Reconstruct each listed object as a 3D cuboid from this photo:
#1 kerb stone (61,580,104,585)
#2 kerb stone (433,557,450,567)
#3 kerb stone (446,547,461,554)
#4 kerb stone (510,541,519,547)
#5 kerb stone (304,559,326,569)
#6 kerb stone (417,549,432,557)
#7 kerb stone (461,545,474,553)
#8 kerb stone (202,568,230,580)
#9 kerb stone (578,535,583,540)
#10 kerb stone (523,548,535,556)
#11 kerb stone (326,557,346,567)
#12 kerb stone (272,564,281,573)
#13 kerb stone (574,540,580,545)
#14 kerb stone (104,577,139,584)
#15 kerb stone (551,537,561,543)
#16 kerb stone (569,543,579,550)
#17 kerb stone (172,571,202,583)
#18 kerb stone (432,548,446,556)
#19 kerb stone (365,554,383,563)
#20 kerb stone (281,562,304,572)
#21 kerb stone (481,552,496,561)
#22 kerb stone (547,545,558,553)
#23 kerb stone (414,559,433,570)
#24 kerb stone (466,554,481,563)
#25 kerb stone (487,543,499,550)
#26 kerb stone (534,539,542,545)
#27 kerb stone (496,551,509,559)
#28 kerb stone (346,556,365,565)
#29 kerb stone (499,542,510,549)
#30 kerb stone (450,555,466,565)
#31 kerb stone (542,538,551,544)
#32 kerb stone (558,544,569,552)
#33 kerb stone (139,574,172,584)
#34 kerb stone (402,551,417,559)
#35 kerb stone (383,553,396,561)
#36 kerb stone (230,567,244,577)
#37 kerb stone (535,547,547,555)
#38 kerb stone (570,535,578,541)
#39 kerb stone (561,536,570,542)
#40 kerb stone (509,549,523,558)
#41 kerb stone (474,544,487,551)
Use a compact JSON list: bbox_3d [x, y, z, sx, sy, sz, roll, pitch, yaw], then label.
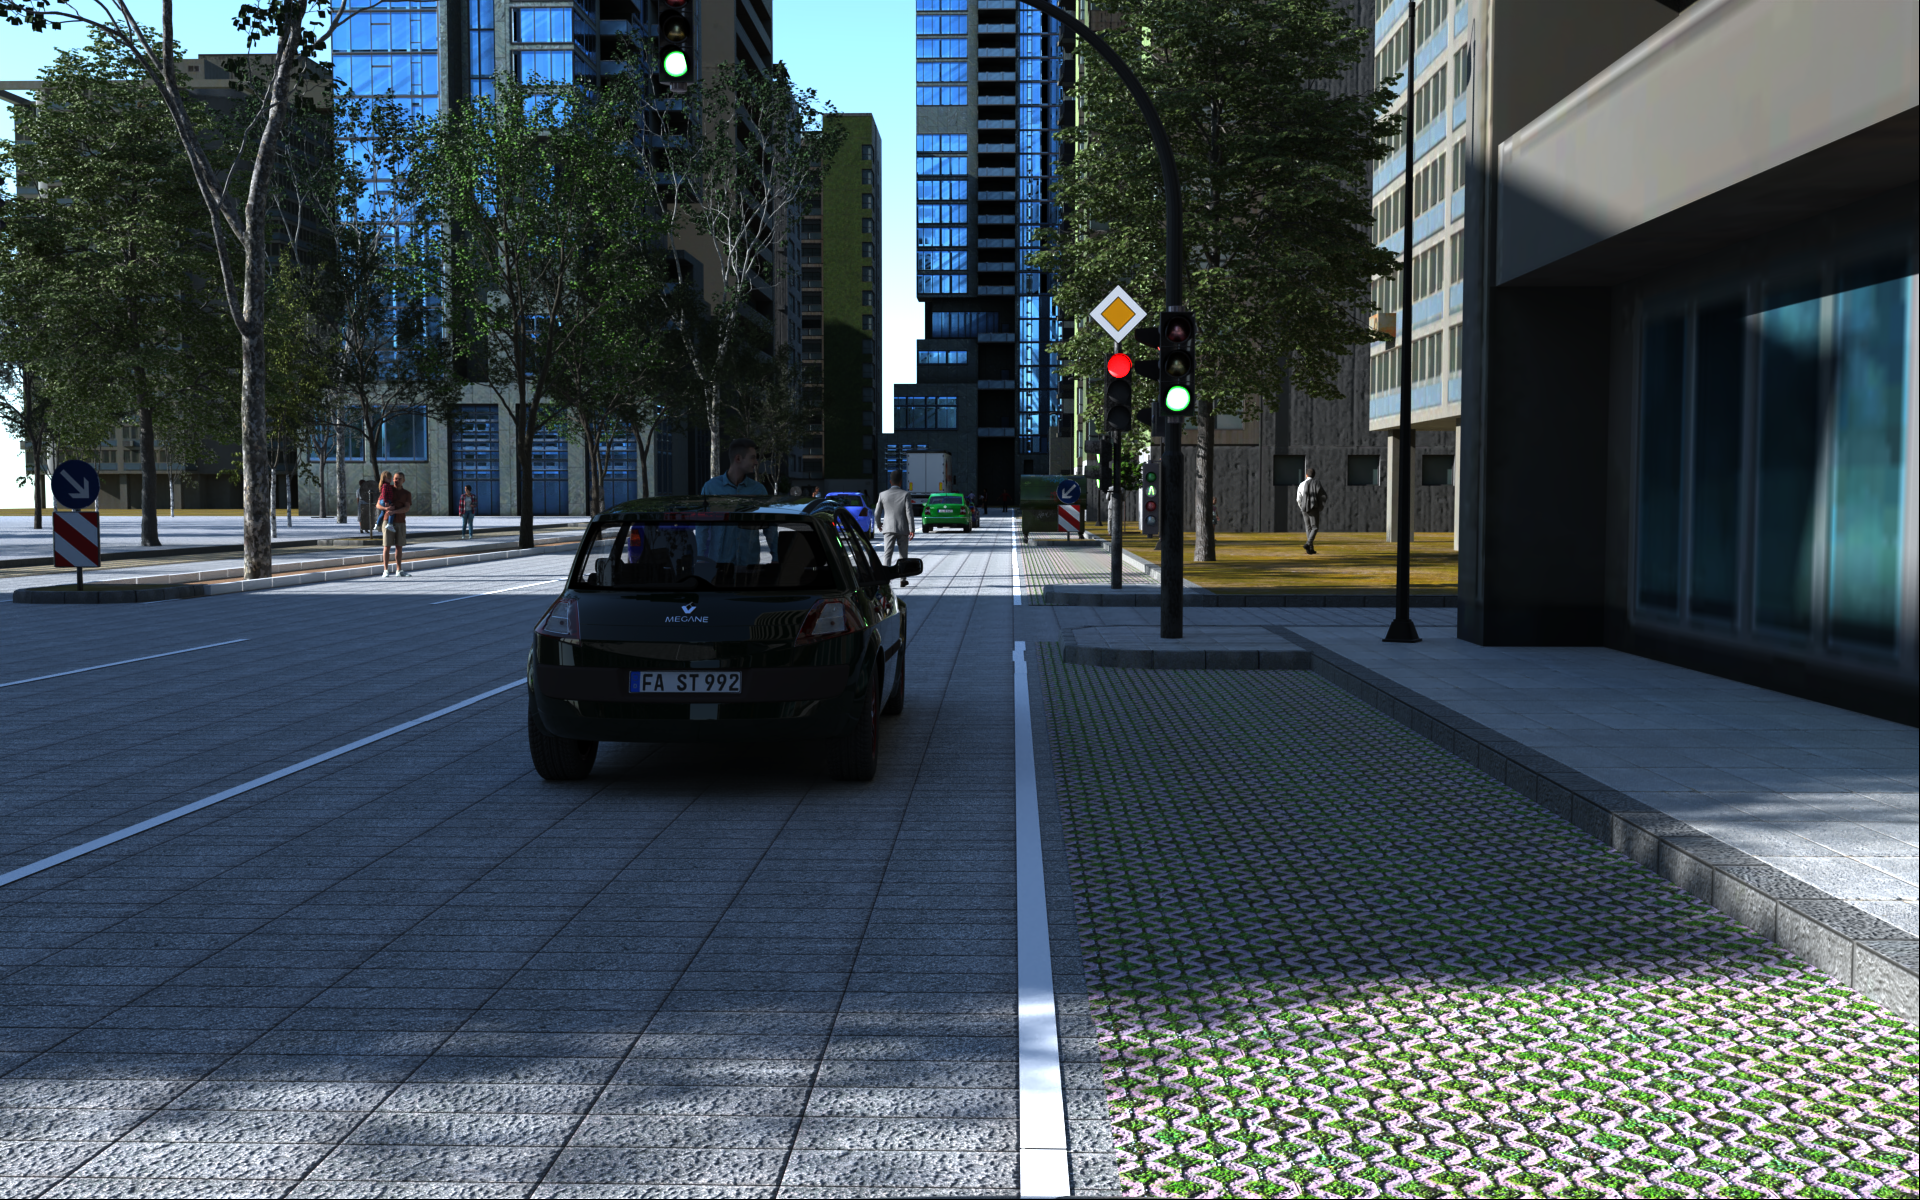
[{"bbox_3d":[-12.698,-0.167,24.965,0.120,0.150,1.000,0,4,2],"label":"kerb stone"},{"bbox_3d":[-10.329,-0.730,34.131,0.120,0.150,1.000,0,4,2],"label":"kerb stone"},{"bbox_3d":[-12.205,-1.172,41.354,0.120,0.150,1.000,0,4,2],"label":"kerb stone"},{"bbox_3d":[-12.056,-1.485,46.499,0.120,0.150,1.000,0,4,2],"label":"kerb stone"},{"bbox_3d":[-12.448,-0.664,33.147,0.120,0.150,1.000,0,4,2],"label":"kerb stone"},{"bbox_3d":[-12.267,-1.047,39.310,0.120,0.150,1.000,0,4,2],"label":"kerb stone"},{"bbox_3d":[-12.177,-1.228,42.389,0.120,0.150,1.000,0,4,2],"label":"kerb stone"},{"bbox_3d":[-12.575,-0.417,29.059,0.120,0.150,1.000,0,4,2],"label":"kerb stone"},{"bbox_3d":[-11.840,-1.925,53.677,0.120,0.150,1.000,0,4,2],"label":"kerb stone"},{"bbox_3d":[-10.140,-1.099,40.288,0.120,0.150,1.000,0,4,2],"label":"kerb stone"},{"bbox_3d":[-12.426,-0.732,34.168,0.120,0.150,1.000,0,4,2],"label":"kerb stone"},{"bbox_3d":[-12.512,-0.545,31.103,0.120,0.150,1.000,0,4,2],"label":"kerb stone"},{"bbox_3d":[-9.988,-1.419,45.404,0.120,0.150,1.000,0,4,2],"label":"kerb stone"},{"bbox_3d":[-12.676,-0.232,25.987,0.120,0.150,1.000,0,4,2],"label":"kerb stone"},{"bbox_3d":[-11.937,-1.738,50.604,0.120,0.150,1.000,0,4,2],"label":"kerb stone"},{"bbox_3d":[-10.017,-1.356,44.380,0.120,0.150,1.000,0,4,2],"label":"kerb stone"},{"bbox_3d":[-12.610,-0.349,28.033,0.120,0.150,1.000,0,4,2],"label":"kerb stone"},{"bbox_3d":[-12.245,-1.109,40.332,0.120,0.150,1.000,0,4,2],"label":"kerb stone"},{"bbox_3d":[-12.362,-0.857,36.237,0.120,0.150,1.000,0,4,2],"label":"kerb stone"},{"bbox_3d":[-12.488,-0.604,32.125,0.120,0.150,1.000,0,4,2],"label":"kerb stone"},{"bbox_3d":[-10.233,-0.917,37.210,0.120,0.150,1.000,0,4,2],"label":"kerb stone"},{"bbox_3d":[-10.076,-1.228,42.336,0.120,0.150,1.000,0,4,2],"label":"kerb stone"},{"bbox_3d":[-10.349,-0.667,33.108,0.120,0.150,1.000,0,4,2],"label":"kerb stone"},{"bbox_3d":[-10.264,-0.855,36.175,0.120,0.150,1.000,0,4,2],"label":"kerb stone"},{"bbox_3d":[-12.114,-1.361,44.452,0.120,0.150,1.000,0,4,2],"label":"kerb stone"},{"bbox_3d":[-11.994,-1.612,48.553,0.120,0.150,1.000,0,4,2],"label":"kerb stone"},{"bbox_3d":[-10.207,-0.981,38.232,0.120,0.150,1.000,0,4,2],"label":"kerb stone"},{"bbox_3d":[-12.391,-0.792,35.201,0.120,0.150,1.000,0,4,2],"label":"kerb stone"},{"bbox_3d":[-12.083,-1.424,45.474,0.120,0.150,1.000,0,4,2],"label":"kerb stone"},{"bbox_3d":[-10.293,-0.793,35.153,0.120,0.150,1.000,0,4,2],"label":"kerb stone"},{"bbox_3d":[-11.965,-1.675,49.574,0.120,0.150,1.000,0,4,2],"label":"kerb stone"},{"bbox_3d":[-10.043,-1.289,43.358,0.120,0.150,1.000,0,4,2],"label":"kerb stone"},{"bbox_3d":[-12.634,-0.295,27.011,0.120,0.150,1.000,0,4,2],"label":"kerb stone"},{"bbox_3d":[-12.303,-0.984,38.289,0.120,0.150,1.000,0,4,2],"label":"kerb stone"},{"bbox_3d":[-12.325,-0.922,37.267,0.120,0.150,1.000,0,4,2],"label":"kerb stone"},{"bbox_3d":[-12.548,-0.482,30.081,0.120,0.150,1.000,0,4,2],"label":"kerb stone"},{"bbox_3d":[-10.116,-1.169,41.310,0.120,0.150,1.000,0,4,2],"label":"kerb stone"},{"bbox_3d":[-11.869,-1.857,52.647,0.120,0.150,1.000,0,4,2],"label":"kerb stone"},{"bbox_3d":[-11.900,-1.797,51.625,0.120,0.150,1.000,0,4,2],"label":"kerb stone"},{"bbox_3d":[-10.172,-1.042,39.266,0.120,0.150,1.000,0,4,2],"label":"kerb stone"},{"bbox_3d":[-12.138,-1.298,43.418,0.120,0.150,1.000,0,4,2],"label":"kerb stone"}]
